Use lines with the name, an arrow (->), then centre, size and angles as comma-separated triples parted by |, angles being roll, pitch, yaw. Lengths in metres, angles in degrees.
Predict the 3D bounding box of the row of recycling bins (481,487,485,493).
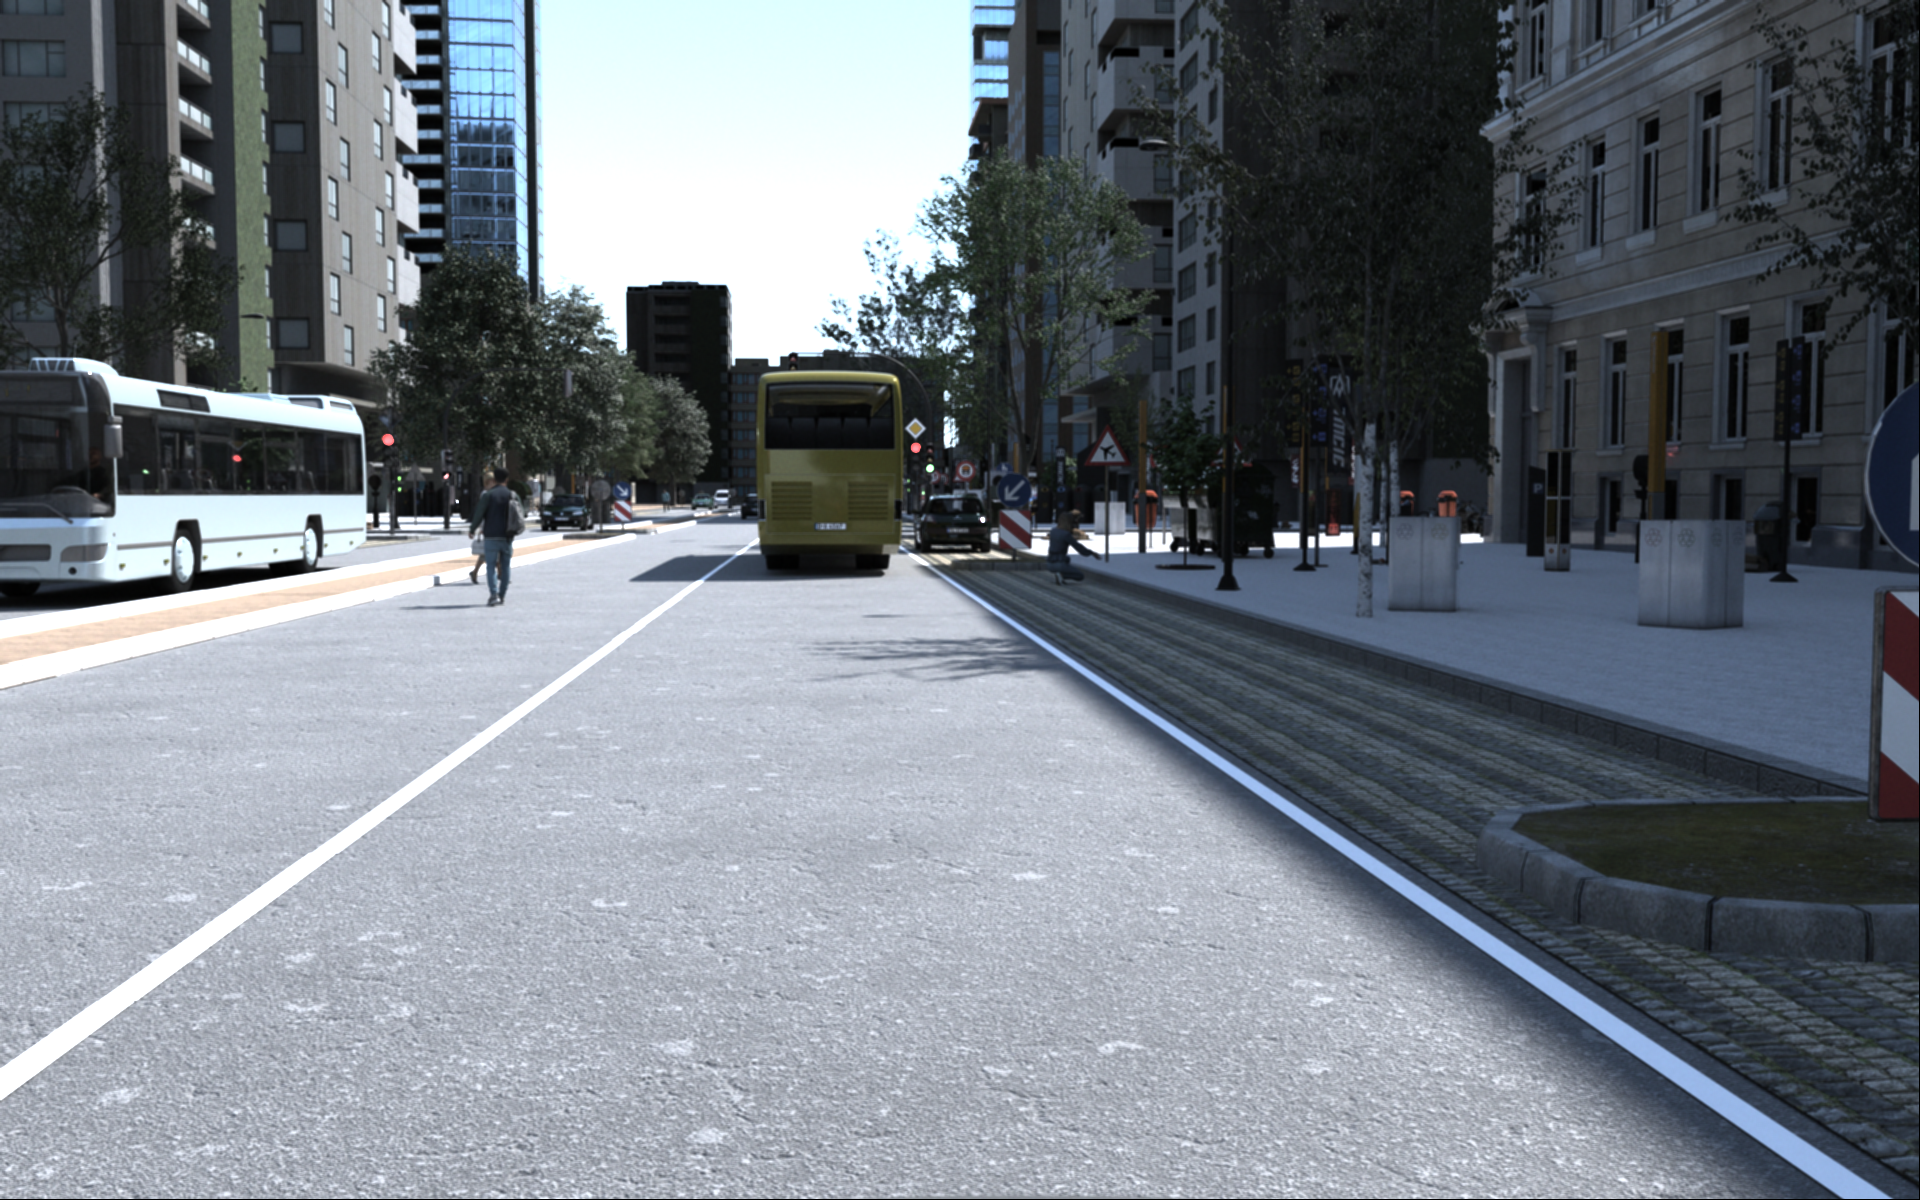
row of recycling bins -> -25.791, -5.488, 96.847 | 1.069, 1.692, 3.534 | 1, 4, 19

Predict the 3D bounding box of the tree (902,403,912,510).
tree -> -3.171, -9.827, 111.026 | 4.737, 8.622, 4.395 | 0, 3, 0

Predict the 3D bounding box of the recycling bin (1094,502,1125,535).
recycling bin -> 4.738, -2.581, 54.752 | 0.722, 1.027, 0.722 | -3, 5, -41

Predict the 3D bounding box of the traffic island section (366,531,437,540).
traffic island section -> -17.917, -1.977, 54.610 | 2.009, 0.180, 2.903 | 0, 4, -5

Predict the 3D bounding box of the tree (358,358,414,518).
tree -> -29.341, -8.528, 89.797 | 4.360, 8.622, 3.978 | 0, 3, 0

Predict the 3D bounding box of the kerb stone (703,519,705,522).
kerb stone -> -13.010, -3.947, 86.722 | 0.120, 0.150, 1.000 | 0, 4, -5

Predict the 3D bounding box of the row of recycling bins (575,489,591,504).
row of recycling bins -> -28.661, -7.619, 131.676 | 1.069, 1.692, 3.534 | -2, 4, -29

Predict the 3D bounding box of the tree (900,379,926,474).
tree -> -7.943, -16.902, 182.999 | 9.857, 13.997, 8.962 | 0, 3, 0

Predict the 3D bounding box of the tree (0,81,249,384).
tree -> -19.418, -6.363, 38.450 | 8.767, 10.594, 7.601 | 1, 4, 20

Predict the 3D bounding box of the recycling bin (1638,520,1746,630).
recycling bin -> 7.096, -0.260, 16.804 | 0.722, 1.027, 0.722 | -3, 4, -36

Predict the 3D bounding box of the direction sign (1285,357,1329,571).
direction sign -> 5.777, -2.259, 28.926 | 0.379, 3.537, 0.876 | -3, 5, -41

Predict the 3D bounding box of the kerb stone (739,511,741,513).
kerb stone -> -16.040, -6.258, 124.508 | 0.120, 0.150, 1.000 | 0, 4, -5

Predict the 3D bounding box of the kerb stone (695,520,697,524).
kerb stone -> -12.610, -3.633, 81.611 | 0.120, 0.150, 1.000 | 0, 4, -5

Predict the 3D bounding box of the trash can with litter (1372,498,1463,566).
trash can with litter -> 8.418, -1.261, 31.682 | 2.233, 1.210, 1.678 | -2, 4, -24

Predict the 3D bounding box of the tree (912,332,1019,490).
tree -> 0.586, -7.904, 79.585 | 4.737, 8.622, 4.395 | 0, 3, 0

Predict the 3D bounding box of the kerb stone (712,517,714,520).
kerb stone -> -13.588, -4.383, 93.880 | 0.120, 0.150, 1.000 | 0, 4, -5

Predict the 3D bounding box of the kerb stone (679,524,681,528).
kerb stone -> -11.866, -3.070, 72.390 | 0.120, 0.150, 1.000 | 0, 4, -5

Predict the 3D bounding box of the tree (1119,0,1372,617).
tree -> 4.102, -4.140, 18.057 | 4.360, 8.622, 3.978 | 0, 3, 0

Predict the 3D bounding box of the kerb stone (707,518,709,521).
kerb stone -> -13.262, -4.134, 89.787 | 0.120, 0.150, 1.000 | 0, 4, -5

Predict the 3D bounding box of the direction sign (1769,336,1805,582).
direction sign -> 12.076, -2.036, 25.286 | 0.379, 3.537, 0.876 | 0, 4, 2

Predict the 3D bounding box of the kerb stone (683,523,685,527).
kerb stone -> -12.030, -3.189, 74.437 | 0.120, 0.150, 1.000 | 0, 4, -5

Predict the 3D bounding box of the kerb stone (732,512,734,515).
kerb stone -> -15.300, -5.690, 115.314 | 0.120, 0.150, 1.000 | 0, 4, -5

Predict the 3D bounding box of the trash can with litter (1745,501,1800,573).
trash can with litter -> 13.291, -1.046, 28.482 | 1.055, 1.170, 0.624 | -3, 5, -41

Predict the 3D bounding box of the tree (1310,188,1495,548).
tree -> 10.385, -5.564, 41.341 | 4.737, 8.622, 4.395 | 0, 3, 0

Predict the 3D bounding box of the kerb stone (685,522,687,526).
kerb stone -> -12.115, -3.255, 75.461 | 0.120, 0.150, 1.000 | 0, 4, -5

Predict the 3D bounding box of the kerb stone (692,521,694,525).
kerb stone -> -12.436, -3.506, 79.544 | 0.120, 0.150, 1.000 | 0, 4, -5

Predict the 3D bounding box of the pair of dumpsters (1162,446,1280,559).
pair of dumpsters -> 5.450, -2.073, 36.393 | 1.574, 2.255, 4.437 | 0, 4, -5

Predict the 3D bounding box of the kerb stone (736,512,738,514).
kerb stone -> -15.706, -6.007, 120.414 | 0.120, 0.150, 1.000 | 0, 4, -5

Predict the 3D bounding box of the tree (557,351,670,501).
tree -> -25.967, -12.058, 122.905 | 9.928, 11.665, 9.643 | 0, 3, 0

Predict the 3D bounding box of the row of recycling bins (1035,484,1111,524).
row of recycling bins -> 4.883, -4.162, 75.163 | 3.534, 1.692, 1.069 | 2, 4, 25

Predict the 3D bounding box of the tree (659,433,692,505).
tree -> -33.348, -15.665, 206.482 | 4.360, 8.622, 3.978 | 0, 3, 0

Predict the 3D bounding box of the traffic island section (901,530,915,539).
traffic island section -> -0.979, -2.059, 55.953 | 2.009, 0.180, 2.903 | 0, 4, -5

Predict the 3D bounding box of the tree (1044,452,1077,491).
tree -> 8.173, -9.125, 132.911 | 4.285, 4.588, 4.351 | 0, 3, 0

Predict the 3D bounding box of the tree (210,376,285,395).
tree -> -19.886, -3.936, 48.072 | 4.285, 4.588, 4.351 | 0, 3, 0

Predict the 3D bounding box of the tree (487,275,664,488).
tree -> -23.823, -11.979, 102.513 | 9.857, 13.997, 8.962 | 0, 3, 0

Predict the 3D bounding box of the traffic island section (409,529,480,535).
traffic island section -> -18.553, -2.464, 62.569 | 2.009, 0.180, 2.903 | 0, 4, -5

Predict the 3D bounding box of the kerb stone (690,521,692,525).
kerb stone -> -12.361, -3.445, 78.521 | 0.120, 0.150, 1.000 | 0, 4, -5

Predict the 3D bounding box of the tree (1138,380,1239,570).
tree -> 3.875, -2.140, 29.589 | 1.663, 3.219, 1.824 | 0, 3, 0

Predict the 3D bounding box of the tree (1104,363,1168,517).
tree -> 9.800, -8.889, 95.701 | 4.737, 8.622, 4.395 | 0, 3, 0

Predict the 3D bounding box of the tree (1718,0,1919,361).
tree -> 11.134, -4.239, 19.667 | 4.360, 8.622, 3.978 | 0, 3, 0

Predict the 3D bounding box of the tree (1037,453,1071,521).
tree -> 4.467, -5.310, 81.419 | 1.663, 3.219, 1.824 | 0, 3, 0

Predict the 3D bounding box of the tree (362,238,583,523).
tree -> -21.714, -9.826, 77.665 | 9.611, 12.733, 9.660 | 0, 3, 0

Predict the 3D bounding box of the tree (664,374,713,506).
tree -> -30.282, -16.851, 182.173 | 9.857, 13.997, 8.962 | 0, 3, 0

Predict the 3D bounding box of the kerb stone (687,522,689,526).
kerb stone -> -12.191, -3.320, 76.481 | 0.120, 0.150, 1.000 | 0, 4, -5

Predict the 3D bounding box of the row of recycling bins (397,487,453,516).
row of recycling bins -> -31.249, -5.713, 100.528 | 3.534, 1.692, 1.069 | -3, 5, -40

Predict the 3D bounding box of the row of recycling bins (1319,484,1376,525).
row of recycling bins -> 16.032, -3.978, 72.154 | 1.069, 1.692, 3.534 | -2, 4, -25

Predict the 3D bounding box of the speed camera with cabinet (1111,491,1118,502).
speed camera with cabinet -> 6.949, -5.691, 87.389 | 2.038, 3.252, 0.660 | 2, 4, 35

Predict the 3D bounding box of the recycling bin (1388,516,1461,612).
recycling bin -> 5.160, -0.408, 19.229 | 0.722, 1.027, 0.722 | 1, 4, 20

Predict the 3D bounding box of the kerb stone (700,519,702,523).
kerb stone -> -12.846, -3.819, 84.675 | 0.120, 0.150, 1.000 | 0, 4, -5

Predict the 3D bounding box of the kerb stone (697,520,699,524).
kerb stone -> -12.688, -3.697, 82.634 | 0.120, 0.150, 1.000 | 0, 4, -5

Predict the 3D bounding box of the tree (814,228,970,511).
tree -> -5.387, -16.544, 126.384 | 12.611, 20.169, 13.585 | 0, 3, 0

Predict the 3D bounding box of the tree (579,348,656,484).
tree -> -26.906, -13.224, 134.332 | 7.486, 12.596, 7.792 | 0, 3, 0

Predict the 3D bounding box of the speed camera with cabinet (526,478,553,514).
speed camera with cabinet -> -27.642, -7.339, 114.334 | 0.660, 3.252, 2.038 | 3, 4, 38

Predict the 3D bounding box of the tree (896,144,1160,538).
tree -> 1.995, -7.638, 50.644 | 9.928, 11.665, 9.643 | 0, 3, 0

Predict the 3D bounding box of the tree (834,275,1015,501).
tree -> -1.982, -11.427, 97.195 | 12.009, 13.543, 11.850 | 0, 3, 0

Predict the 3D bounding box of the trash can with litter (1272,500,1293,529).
trash can with litter -> 11.814, -3.246, 64.465 | 1.055, 1.170, 0.624 | -1, 4, -16

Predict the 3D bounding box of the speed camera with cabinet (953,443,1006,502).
speed camera with cabinet -> 0.758, -4.430, 66.763 | 2.038, 3.252, 0.660 | -2, 4, -27

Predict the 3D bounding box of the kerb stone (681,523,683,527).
kerb stone -> -11.950, -3.128, 73.409 | 0.120, 0.150, 1.000 | 0, 4, -5
